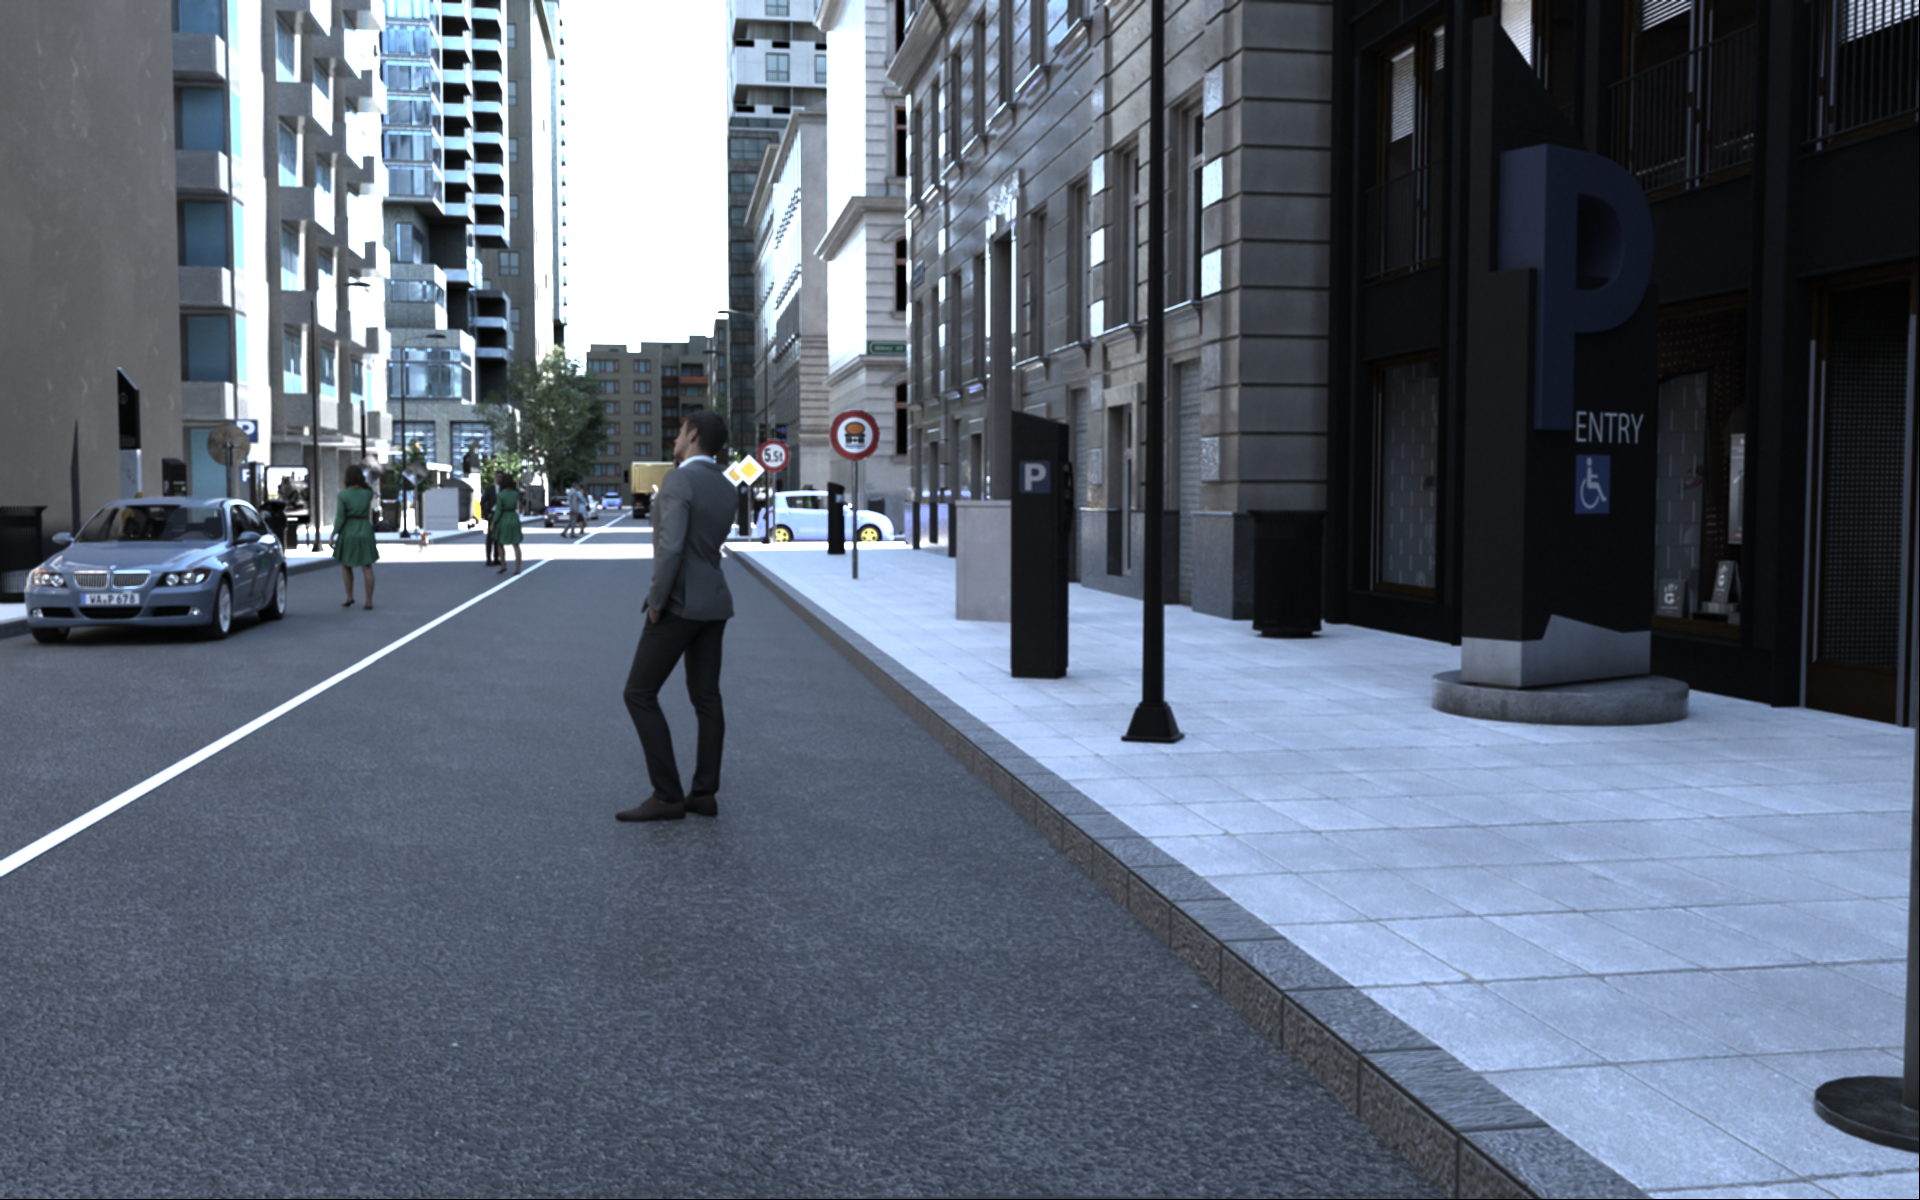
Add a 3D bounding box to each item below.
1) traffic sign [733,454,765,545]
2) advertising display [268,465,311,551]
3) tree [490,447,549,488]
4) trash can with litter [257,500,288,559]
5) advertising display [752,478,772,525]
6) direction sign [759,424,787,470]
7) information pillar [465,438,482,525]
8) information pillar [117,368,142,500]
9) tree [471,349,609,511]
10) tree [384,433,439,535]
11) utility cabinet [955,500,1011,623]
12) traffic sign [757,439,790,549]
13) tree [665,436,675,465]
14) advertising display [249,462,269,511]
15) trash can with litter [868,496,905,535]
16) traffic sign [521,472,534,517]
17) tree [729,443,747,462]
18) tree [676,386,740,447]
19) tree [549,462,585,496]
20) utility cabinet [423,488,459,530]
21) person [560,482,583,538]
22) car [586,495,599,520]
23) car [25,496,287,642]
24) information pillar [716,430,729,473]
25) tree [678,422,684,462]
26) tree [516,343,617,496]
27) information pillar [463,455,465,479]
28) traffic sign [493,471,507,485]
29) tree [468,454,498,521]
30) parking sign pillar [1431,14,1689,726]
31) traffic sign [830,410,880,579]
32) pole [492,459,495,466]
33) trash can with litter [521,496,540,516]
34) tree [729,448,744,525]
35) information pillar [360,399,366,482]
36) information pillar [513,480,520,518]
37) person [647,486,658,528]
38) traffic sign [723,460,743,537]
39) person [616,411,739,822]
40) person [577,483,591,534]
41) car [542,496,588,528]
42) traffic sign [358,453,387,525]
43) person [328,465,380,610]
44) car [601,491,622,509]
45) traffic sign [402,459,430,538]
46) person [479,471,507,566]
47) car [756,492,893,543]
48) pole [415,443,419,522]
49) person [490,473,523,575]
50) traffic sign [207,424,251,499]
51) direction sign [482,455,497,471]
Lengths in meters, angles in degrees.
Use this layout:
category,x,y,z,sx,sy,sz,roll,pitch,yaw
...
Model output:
category,x,y,z,sx,sy,sz,roll,pitch,yaw
traffic sign,-5.336,-2.459,43.848,0.795,2.450,0.064,-1,4,-10
advertising display,-15.260,-2.086,39.326,0.974,1.923,0.123,-3,4,-38
tree,-31.038,-8.291,119.266,4.285,4.588,4.351,0,3,0
trash can with litter,-13.618,-1.382,33.978,0.624,1.170,1.055,-3,5,-42
advertising display,-8.021,-4.019,70.930,0.974,1.923,0.123,-1,4,-22
direction sign,-6.037,-3.912,55.952,0.876,3.537,0.379,0,4,-6
information pillar,-20.065,-4.910,71.627,0.183,3.616,0.504,3,4,36
information pillar,-15.449,-2.501,32.240,0.504,3.616,0.183,2,4,26
tree,-26.843,-10.823,111.361,8.767,10.594,7.601,-2,4,-25
tree,-17.149,-3.678,54.730,1.663,3.219,1.824,0,3,0
utility cabinet,0.453,-0.385,17.458,1.020,1.237,0.306,2,4,35
traffic sign,-4.310,-2.449,40.140,0.768,2.556,0.104,0,4,-2
tree,-31.104,-14.972,195.158,4.737,8.622,4.395,0,3,0
advertising display,-14.260,-1.833,35.177,0.123,1.923,0.974,-1,4,-12
trash can with litter,-2.230,-2.638,54.193,2.233,1.210,1.678,0,4,-1
traffic sign,-24.689,-6.041,98.876,0.768,2.556,0.104,0,4,-4
tree,-13.103,-6.836,95.480,4.285,4.588,4.351,0,3,0
tree,-16.792,-10.204,117.190,4.737,8.622,4.395,0,3,0
tree,-33.060,-9.842,144.628,4.285,4.588,4.351,0,3,0
utility cabinet,-18.166,-3.175,60.591,1.173,1.500,0.318,-2,4,-33
person,-12.603,-2.929,56.503,0.853,1.813,0.709,-3,4,-38
car,-21.425,-5.225,97.791,2.083,1.381,4.827,-1,4,-10
car,-8.369,-0.390,18.384,2.014,1.417,4.499,-1,4,-10
information pillar,-8.664,-4.398,63.254,0.504,3.616,0.183,0,4,0
tree,-25.820,-13.264,167.226,4.360,8.622,3.978,0,3,0
tree,-29.616,-12.978,130.316,7.486,12.596,7.792,0,3,0
information pillar,-25.584,-6.038,90.075,0.504,3.616,0.183,0,4,-8
traffic sign,-20.659,-4.634,77.893,0.606,2.300,0.079,0,4,-5
tree,-22.473,-5.378,82.539,1.663,3.219,1.824,0,3,0
parking sign pillar,3.549,-1.327,10.174,1.447,3.967,1.447,-3,4,-37
traffic sign,-1.593,-1.598,26.228,0.768,2.556,0.104,-1,4,-9
pole,-27.060,-6.528,100.580,0.158,3.312,0.155,0,3,0
trash can with litter,-24.767,-5.412,99.871,1.055,1.170,0.624,0,4,4
tree,-9.463,-4.785,72.837,1.663,3.219,1.824,0,3,0
information pillar,-14.717,-3.144,42.753,0.183,3.616,0.504,-1,4,-22
information pillar,-23.693,-5.377,92.412,0.304,2.012,0.304,0,4,0
person,-13.071,-3.999,74.065,0.537,1.800,0.526,2,4,30
traffic sign,-6.688,-2.940,51.718,0.795,2.450,0.064,-1,4,-10
person,-1.246,0.059,7.709,0.473,1.802,0.592,3,4,39
person,-13.518,-3.272,62.092,0.616,1.811,0.778,-2,4,-26
car,-16.941,-3.786,74.488,1.945,1.354,3.894,-1,4,-11
traffic sign,-14.402,-2.365,42.318,0.795,2.450,0.064,-1,4,-10
person,-7.511,-0.782,21.538,0.529,1.795,0.600,3,5,42
car,-33.038,-9.470,164.428,1.945,1.707,3.694,-1,4,-9
traffic sign,-15.753,-2.847,50.188,0.795,2.450,0.064,-1,4,-10
person,-9.271,-1.646,34.773,0.474,1.900,0.648,3,5,40
car,-3.657,-2.284,46.932,3.694,1.707,1.945,-1,4,-11
pole,-21.657,-4.598,69.026,0.158,3.312,0.155,0,3,0
person,-8.001,-1.341,30.668,0.529,1.795,0.600,3,4,36
traffic sign,-13.272,-1.918,31.460,0.768,2.556,0.104,0,4,-3
direction sign,-27.478,-6.677,101.164,0.876,3.537,0.379,0,4,7
